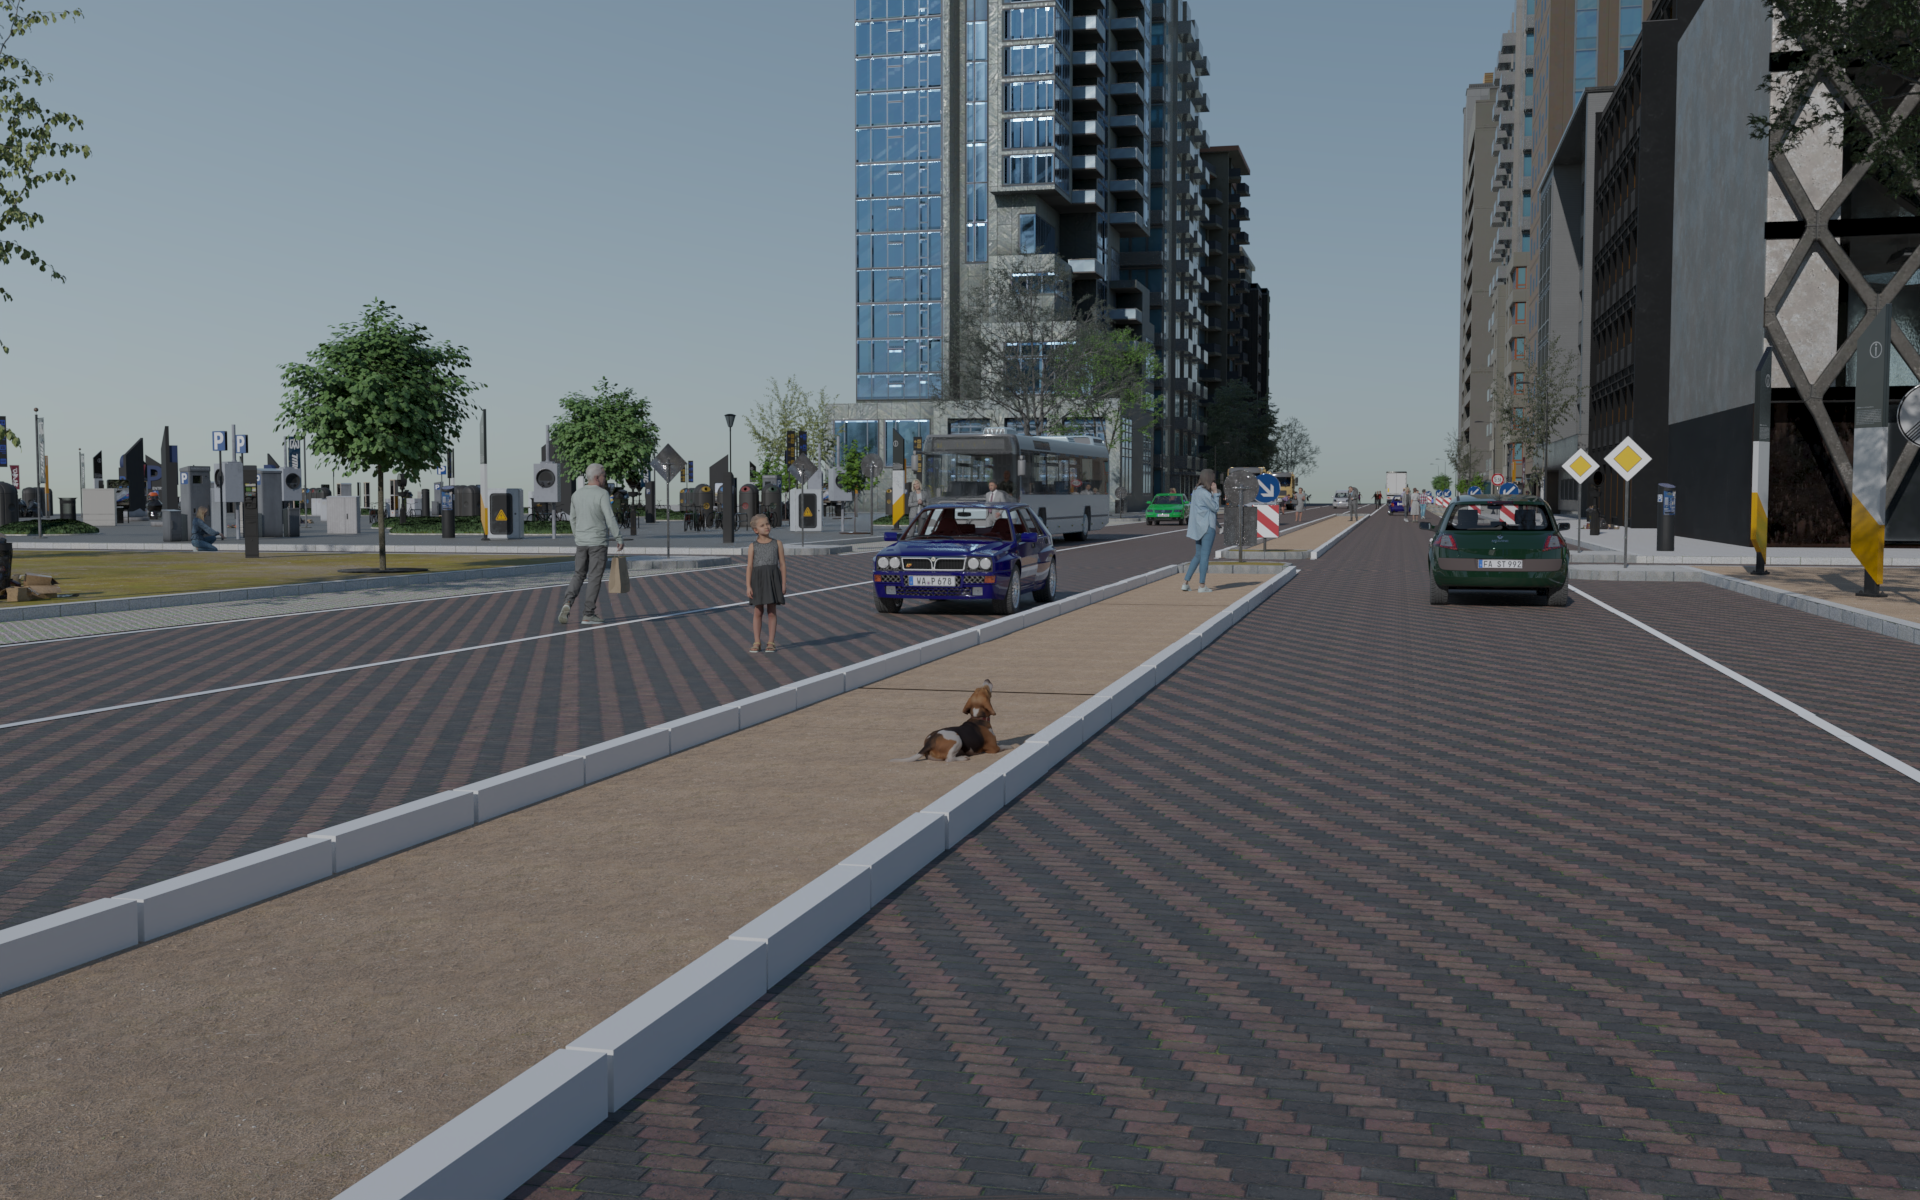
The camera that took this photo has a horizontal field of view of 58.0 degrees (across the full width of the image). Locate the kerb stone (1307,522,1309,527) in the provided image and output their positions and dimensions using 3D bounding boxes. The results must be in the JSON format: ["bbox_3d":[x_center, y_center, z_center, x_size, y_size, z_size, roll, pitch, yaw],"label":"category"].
[{"bbox_3d":[14.729,-3.173,74.123,0.120,0.150,1.000,1,4,14],"label":"kerb stone"}]

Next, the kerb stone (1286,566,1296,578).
[{"bbox_3d":[5.560,-0.439,29.374,0.120,0.150,1.000,1,4,14],"label":"kerb stone"}]

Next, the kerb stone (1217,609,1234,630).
[{"bbox_3d":[2.786,0.234,18.435,0.120,0.150,1.000,1,4,14],"label":"kerb stone"}]

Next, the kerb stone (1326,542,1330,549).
[{"bbox_3d":[9.203,-1.317,43.796,0.120,0.150,1.000,1,4,14],"label":"kerb stone"}]

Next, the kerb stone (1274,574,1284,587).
[{"bbox_3d":[4.807,-0.256,26.393,0.120,0.150,1.000,1,4,14],"label":"kerb stone"}]

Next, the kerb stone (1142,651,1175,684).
[{"bbox_3d":[1.532,0.534,13.465,0.120,0.150,1.000,1,4,14],"label":"kerb stone"}]

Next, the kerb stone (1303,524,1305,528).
[{"bbox_3d":[13.975,-2.994,71.140,0.120,0.150,1.000,1,4,14],"label":"kerb stone"}]

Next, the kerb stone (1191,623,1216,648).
[{"bbox_3d":[2.291,0.352,16.445,0.120,0.150,1.000,1,4,14],"label":"kerb stone"}]

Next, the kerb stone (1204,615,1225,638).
[{"bbox_3d":[2.538,0.291,17.439,0.120,0.150,1.000,1,4,14],"label":"kerb stone"}]

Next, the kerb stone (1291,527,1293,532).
[{"bbox_3d":[11.962,-2.508,63.194,0.120,0.150,1.000,1,4,14],"label":"kerb stone"}]

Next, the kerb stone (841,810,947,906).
[{"bbox_3d":[-0.242,0.962,6.489,0.120,0.150,1.000,1,4,14],"label":"kerb stone"}]

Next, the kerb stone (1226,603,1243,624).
[{"bbox_3d":[3.046,0.169,19.434,0.120,0.150,1.000,1,4,14],"label":"kerb stone"}]

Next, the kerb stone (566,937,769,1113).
[{"bbox_3d":[-0.737,1.085,4.505,0.120,0.150,1.000,1,4,14],"label":"kerb stone"}]

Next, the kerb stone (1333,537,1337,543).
[{"bbox_3d":[10.475,-1.624,48.749,0.120,0.150,1.000,1,4,14],"label":"kerb stone"}]

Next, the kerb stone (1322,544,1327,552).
[{"bbox_3d":[8.711,-1.196,41.800,0.120,0.150,1.000,1,4,14],"label":"kerb stone"}]

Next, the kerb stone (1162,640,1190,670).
[{"bbox_3d":[1.781,0.475,14.457,0.120,0.150,1.000,1,4,14],"label":"kerb stone"}]

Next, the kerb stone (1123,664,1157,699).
[{"bbox_3d":[1.274,0.600,12.469,0.120,0.150,1.000,1,4,14],"label":"kerb stone"}]

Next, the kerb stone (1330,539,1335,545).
[{"bbox_3d":[9.972,-1.497,46.768,0.120,0.150,1.000,1,4,14],"label":"kerb stone"}]

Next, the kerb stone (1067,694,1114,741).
[{"bbox_3d":[0.775,0.718,10.480,0.120,0.150,1.000,1,4,14],"label":"kerb stone"}]

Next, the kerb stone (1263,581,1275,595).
[{"bbox_3d":[4.301,-0.135,24.405,0.120,0.150,1.000,1,4,14],"label":"kerb stone"}]

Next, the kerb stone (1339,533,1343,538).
[{"bbox_3d":[11.721,-1.928,53.718,0.120,0.150,1.000,1,4,14],"label":"kerb stone"}]

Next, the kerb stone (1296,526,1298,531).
[{"bbox_3d":[12.715,-2.690,66.176,0.120,0.150,1.000,1,4,14],"label":"kerb stone"}]

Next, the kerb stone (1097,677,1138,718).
[{"bbox_3d":[1.028,0.656,11.472,0.120,0.150,1.000,1,4,14],"label":"kerb stone"}]

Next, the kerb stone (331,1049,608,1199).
[{"bbox_3d":[-0.991,1.143,3.510,0.120,0.150,1.000,1,4,14],"label":"kerb stone"}]

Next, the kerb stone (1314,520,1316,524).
[{"bbox_3d":[16.247,-3.538,80.092,0.120,0.150,1.000,1,4,14],"label":"kerb stone"}]

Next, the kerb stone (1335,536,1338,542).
[{"bbox_3d":[10.717,-1.682,49.742,0.120,0.150,1.000,1,4,14],"label":"kerb stone"}]

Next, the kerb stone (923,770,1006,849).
[{"bbox_3d":[0.019,0.900,7.478,0.120,0.150,1.000,1,4,14],"label":"kerb stone"}]

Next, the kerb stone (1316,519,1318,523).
[{"bbox_3d":[16.744,-3.660,82.074,0.120,0.150,1.000,1,4,14],"label":"kerb stone"}]

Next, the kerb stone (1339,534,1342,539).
[{"bbox_3d":[11.475,-1.859,52.727,0.120,0.150,1.000,1,4,14],"label":"kerb stone"}]

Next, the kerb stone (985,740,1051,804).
[{"bbox_3d":[0.274,0.843,8.474,0.120,0.150,1.000,1,4,14],"label":"kerb stone"}]

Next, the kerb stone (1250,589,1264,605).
[{"bbox_3d":[3.800,-0.012,22.418,0.120,0.150,1.000,1,4,14],"label":"kerb stone"}]

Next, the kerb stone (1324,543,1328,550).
[{"bbox_3d":[8.958,-1.257,42.798,0.120,0.150,1.000,1,4,14],"label":"kerb stone"}]

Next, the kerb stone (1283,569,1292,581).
[{"bbox_3d":[5.313,-0.373,28.382,0.120,0.150,1.000,1,4,14],"label":"kerb stone"}]

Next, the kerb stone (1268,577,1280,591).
[{"bbox_3d":[4.557,-0.196,25.395,0.120,0.150,1.000,1,4,14],"label":"kerb stone"}]

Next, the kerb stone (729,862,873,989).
[{"bbox_3d":[-0.490,1.021,5.497,0.120,0.150,1.000,1,4,14],"label":"kerb stone"}]

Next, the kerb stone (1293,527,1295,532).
[{"bbox_3d":[12.217,-2.569,64.192,0.120,0.150,1.000,1,4,14],"label":"kerb stone"}]

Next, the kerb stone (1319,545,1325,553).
[{"bbox_3d":[8.455,-1.136,40.803,0.120,0.150,1.000,1,4,14],"label":"kerb stone"}]

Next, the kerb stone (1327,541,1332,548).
[{"bbox_3d":[9.465,-1.382,44.787,0.120,0.150,1.000,1,4,14],"label":"kerb stone"}]

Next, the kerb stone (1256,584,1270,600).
[{"bbox_3d":[4.053,-0.074,23.408,0.120,0.150,1.000,1,4,14],"label":"kerb stone"}]

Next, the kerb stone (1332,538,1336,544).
[{"bbox_3d":[10.218,-1.562,47.759,0.120,0.150,1.000,1,4,14],"label":"kerb stone"}]

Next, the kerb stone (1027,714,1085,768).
[{"bbox_3d":[0.522,0.778,9.478,0.120,0.150,1.000,1,4,14],"label":"kerb stone"}]

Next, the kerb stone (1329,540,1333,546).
[{"bbox_3d":[9.719,-1.442,45.777,0.120,0.150,1.000,1,4,14],"label":"kerb stone"}]

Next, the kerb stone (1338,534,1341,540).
[{"bbox_3d":[11.220,-1.807,51.736,0.120,0.150,1.000,1,4,14],"label":"kerb stone"}]

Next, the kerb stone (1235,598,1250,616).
[{"bbox_3d":[3.294,0.109,20.437,0.120,0.150,1.000,1,4,14],"label":"kerb stone"}]

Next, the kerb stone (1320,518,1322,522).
[{"bbox_3d":[17.752,-3.900,86.044,0.120,0.150,1.000,1,4,14],"label":"kerb stone"}]

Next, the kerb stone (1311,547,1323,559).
[{"bbox_3d":[8.207,-1.077,39.808,0.120,0.150,1.000,1,4,14],"label":"kerb stone"}]

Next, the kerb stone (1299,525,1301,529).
[{"bbox_3d":[13.218,-2.811,68.165,0.120,0.150,1.000,1,4,14],"label":"kerb stone"}]

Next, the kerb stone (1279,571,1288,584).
[{"bbox_3d":[5.059,-0.317,27.385,0.120,0.150,1.000,1,4,14],"label":"kerb stone"}]

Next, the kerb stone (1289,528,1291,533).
[{"bbox_3d":[11.707,-2.446,62.193,0.120,0.150,1.000,1,4,14],"label":"kerb stone"}]

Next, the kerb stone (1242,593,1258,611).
[{"bbox_3d":[3.551,0.047,21.426,0.120,0.150,1.000,1,4,14],"label":"kerb stone"}]

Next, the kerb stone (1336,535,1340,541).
[{"bbox_3d":[10.971,-1.746,50.741,0.120,0.150,1.000,1,4,14],"label":"kerb stone"}]

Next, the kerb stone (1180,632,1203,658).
[{"bbox_3d":[2.031,0.420,15.456,0.120,0.150,1.000,1,4,14],"label":"kerb stone"}]

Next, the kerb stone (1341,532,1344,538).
[{"bbox_3d":[11.982,-1.989,54.718,0.120,0.150,1.000,1,4,14],"label":"kerb stone"}]
